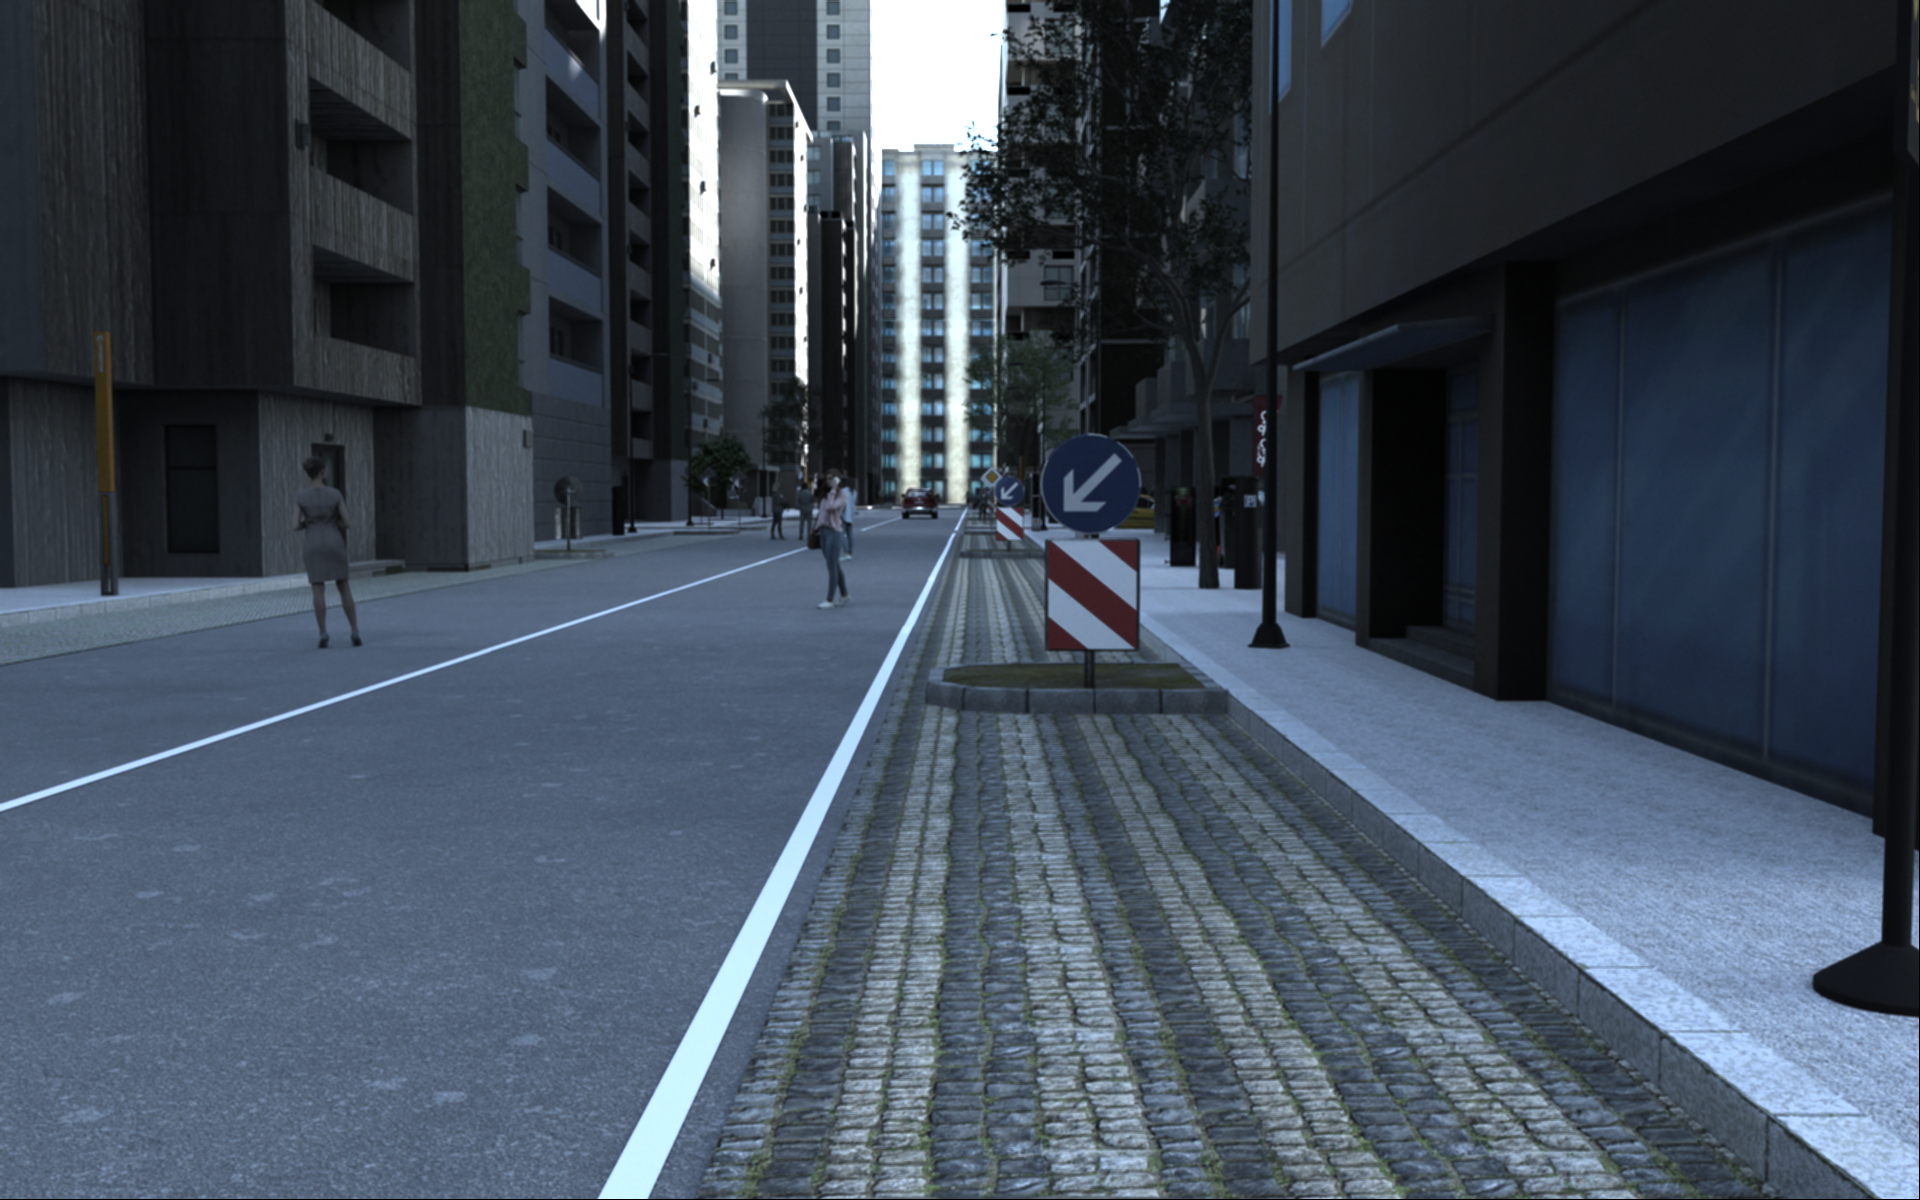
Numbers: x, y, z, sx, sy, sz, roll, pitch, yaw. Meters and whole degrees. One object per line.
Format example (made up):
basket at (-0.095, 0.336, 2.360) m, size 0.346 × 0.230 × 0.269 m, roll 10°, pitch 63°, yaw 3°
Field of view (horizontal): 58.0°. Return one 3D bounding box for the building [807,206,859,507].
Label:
building at (-17.809, -24.699, 175.531) m, size 14.160 × 30.474 × 14.107 m, roll 0°, pitch 4°, yaw 0°

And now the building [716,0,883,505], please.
building at (-20.220, -47.136, 208.920) m, size 20.611 × 71.187 × 20.563 m, roll 0°, pitch 4°, yaw 0°

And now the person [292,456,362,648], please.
person at (-5.910, -0.448, 16.162) m, size 0.599 × 1.781 × 0.374 m, roll -1°, pitch 4°, yaw -23°

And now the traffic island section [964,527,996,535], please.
traffic island section at (1.155, -2.397, 61.475) m, size 2.009 × 0.180 × 2.903 m, roll 0°, pitch 4°, yaw 0°

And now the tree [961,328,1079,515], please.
tree at (3.831, -11.179, 108.527) m, size 9.928 × 11.665 × 9.643 m, roll 0°, pitch 3°, yaw 0°

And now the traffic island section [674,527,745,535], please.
traffic island section at (-8.936, -2.402, 61.561) m, size 2.009 × 0.180 × 2.903 m, roll 0°, pitch 4°, yaw 0°

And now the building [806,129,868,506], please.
building at (-17.583, -30.928, 189.272) m, size 14.154 × 41.232 × 14.086 m, roll 0°, pitch 4°, yaw 0°

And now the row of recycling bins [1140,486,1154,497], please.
row of recycling bins at (8.057, -4.578, 81.963) m, size 3.534 × 1.692 × 1.069 m, roll 0°, pitch 4°, yaw -4°

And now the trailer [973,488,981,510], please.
trailer at (1.946, -9.340, 159.753) m, size 1.471 × 1.999 × 3.904 m, roll 0°, pitch 4°, yaw 2°

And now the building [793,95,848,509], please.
building at (-26.643, -28.404, 156.289) m, size 32.217 × 40.220 × 23.993 m, roll 0°, pitch 4°, yaw 0°

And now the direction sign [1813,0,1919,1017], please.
direction sign at (2.389, -0.754, 4.320) m, size 0.379 × 3.537 × 0.876 m, roll 2°, pitch 4°, yaw 35°

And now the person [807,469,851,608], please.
person at (-1.587, -0.784, 21.904) m, size 0.643 × 1.750 × 0.593 m, roll -2°, pitch 4°, yaw -35°

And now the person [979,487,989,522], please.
person at (1.227, -4.892, 88.660) m, size 0.537 × 1.800 × 0.526 m, roll 0°, pitch 4°, yaw 8°

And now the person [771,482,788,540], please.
person at (-5.710, -2.806, 54.564) m, size 0.526 × 1.800 × 0.537 m, roll -1°, pitch 4°, yaw -10°

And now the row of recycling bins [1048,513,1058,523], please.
row of recycling bins at (5.651, -4.217, 76.069) m, size 3.534 × 1.692 × 1.069 m, roll 0°, pitch 4°, yaw -1°

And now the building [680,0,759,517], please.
building at (-27.631, -25.193, 103.789) m, size 32.217 × 40.220 × 23.993 m, roll 0°, pitch 4°, yaw 0°

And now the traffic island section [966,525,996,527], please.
traffic island section at (1.219, -2.886, 69.460) m, size 2.009 × 0.180 × 2.903 m, roll 0°, pitch 4°, yaw 0°

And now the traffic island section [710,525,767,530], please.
traffic island section at (-8.872, -2.891, 69.546) m, size 2.009 × 0.180 × 2.903 m, roll 0°, pitch 4°, yaw 0°

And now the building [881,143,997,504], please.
building at (-3.587, -37.873, 238.830) m, size 30.456 × 49.044 × 23.786 m, roll 0°, pitch 4°, yaw 0°

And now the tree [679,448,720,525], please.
tree at (-10.984, -4.772, 72.631) m, size 1.663 × 3.219 × 1.824 m, roll 0°, pitch 3°, yaw 0°

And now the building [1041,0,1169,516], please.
building at (15.093, -39.997, 92.200) m, size 20.563 × 71.187 × 20.611 m, roll 0°, pitch 4°, yaw 0°

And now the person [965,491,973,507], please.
person at (0.919, -11.037, 189.734) m, size 0.721 × 1.735 × 1.217 m, roll -3°, pitch 5°, yaw -44°

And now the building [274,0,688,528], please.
building at (-20.357, -18.674, 77.027) m, size 14.160 × 30.474 × 14.107 m, roll 0°, pitch 4°, yaw 0°

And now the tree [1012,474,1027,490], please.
tree at (4.927, -9.347, 147.425) m, size 1.663 × 3.219 × 1.824 m, roll 0°, pitch 3°, yaw 0°

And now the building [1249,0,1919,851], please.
building at (10.042, -22.060, 10.797) m, size 14.600 × 45.320 × 14.200 m, roll 0°, pitch 4°, yaw 0°

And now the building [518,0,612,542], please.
building at (-25.301, -31.067, 49.950) m, size 28.212 × 58.520 × 21.231 m, roll 0°, pitch 4°, yaw 0°

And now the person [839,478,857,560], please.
person at (-2.452, -1.764, 37.613) m, size 0.793 × 1.790 × 0.793 m, roll 0°, pitch 4°, yaw 1°

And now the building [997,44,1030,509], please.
building at (14.620, -34.032, 180.132) m, size 21.300 × 48.544 × 21.600 m, roll 0°, pitch 4°, yaw 0°

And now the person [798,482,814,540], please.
person at (-4.856, -2.808, 54.594) m, size 0.511 × 1.800 × 0.466 m, roll -1°, pitch 4°, yaw -10°

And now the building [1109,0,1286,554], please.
building at (16.537, -26.015, 44.954) m, size 23.786 × 49.044 × 30.456 m, roll 0°, pitch 4°, yaw 0°

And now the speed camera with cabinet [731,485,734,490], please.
speed camera with cabinet at (-16.767, -8.557, 134.238) m, size 2.038 × 3.252 × 0.660 m, roll 0°, pitch 4°, yaw 5°

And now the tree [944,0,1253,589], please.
tree at (3.522, -5.456, 23.616) m, size 8.767 × 10.594 × 7.601 m, roll 1°, pitch 4°, yaw 18°

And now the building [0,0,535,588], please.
building at (-16.022, -15.718, 28.693) m, size 14.160 × 30.474 × 14.107 m, roll 0°, pitch 4°, yaw 0°

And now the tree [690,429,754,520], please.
tree at (-11.982, -6.327, 87.166) m, size 4.285 × 4.588 × 4.351 m, roll 0°, pitch 3°, yaw 0°

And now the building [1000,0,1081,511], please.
building at (16.631, -32.822, 125.886) m, size 28.713 × 52.752 × 27.495 m, roll 0°, pitch 4°, yaw 0°

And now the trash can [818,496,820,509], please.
trash can at (-11.062, -7.754, 138.434) m, size 0.748 × 1.137 × 0.748 m, roll 0°, pitch 3°, yaw 0°

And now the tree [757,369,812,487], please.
tree at (-11.699, -11.972, 130.148) m, size 7.601 × 10.594 × 8.767 m, roll 0°, pitch 4°, yaw 6°

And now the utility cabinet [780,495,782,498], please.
utility cabinet at (-15.294, -8.110, 143.766) m, size 1.020 × 1.237 × 0.306 m, roll 1°, pitch 4°, yaw 14°

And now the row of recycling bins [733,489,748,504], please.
row of recycling bins at (-16.571, -7.627, 131.813) m, size 3.534 × 1.692 × 1.069 m, roll 0°, pitch 4°, yaw 7°
